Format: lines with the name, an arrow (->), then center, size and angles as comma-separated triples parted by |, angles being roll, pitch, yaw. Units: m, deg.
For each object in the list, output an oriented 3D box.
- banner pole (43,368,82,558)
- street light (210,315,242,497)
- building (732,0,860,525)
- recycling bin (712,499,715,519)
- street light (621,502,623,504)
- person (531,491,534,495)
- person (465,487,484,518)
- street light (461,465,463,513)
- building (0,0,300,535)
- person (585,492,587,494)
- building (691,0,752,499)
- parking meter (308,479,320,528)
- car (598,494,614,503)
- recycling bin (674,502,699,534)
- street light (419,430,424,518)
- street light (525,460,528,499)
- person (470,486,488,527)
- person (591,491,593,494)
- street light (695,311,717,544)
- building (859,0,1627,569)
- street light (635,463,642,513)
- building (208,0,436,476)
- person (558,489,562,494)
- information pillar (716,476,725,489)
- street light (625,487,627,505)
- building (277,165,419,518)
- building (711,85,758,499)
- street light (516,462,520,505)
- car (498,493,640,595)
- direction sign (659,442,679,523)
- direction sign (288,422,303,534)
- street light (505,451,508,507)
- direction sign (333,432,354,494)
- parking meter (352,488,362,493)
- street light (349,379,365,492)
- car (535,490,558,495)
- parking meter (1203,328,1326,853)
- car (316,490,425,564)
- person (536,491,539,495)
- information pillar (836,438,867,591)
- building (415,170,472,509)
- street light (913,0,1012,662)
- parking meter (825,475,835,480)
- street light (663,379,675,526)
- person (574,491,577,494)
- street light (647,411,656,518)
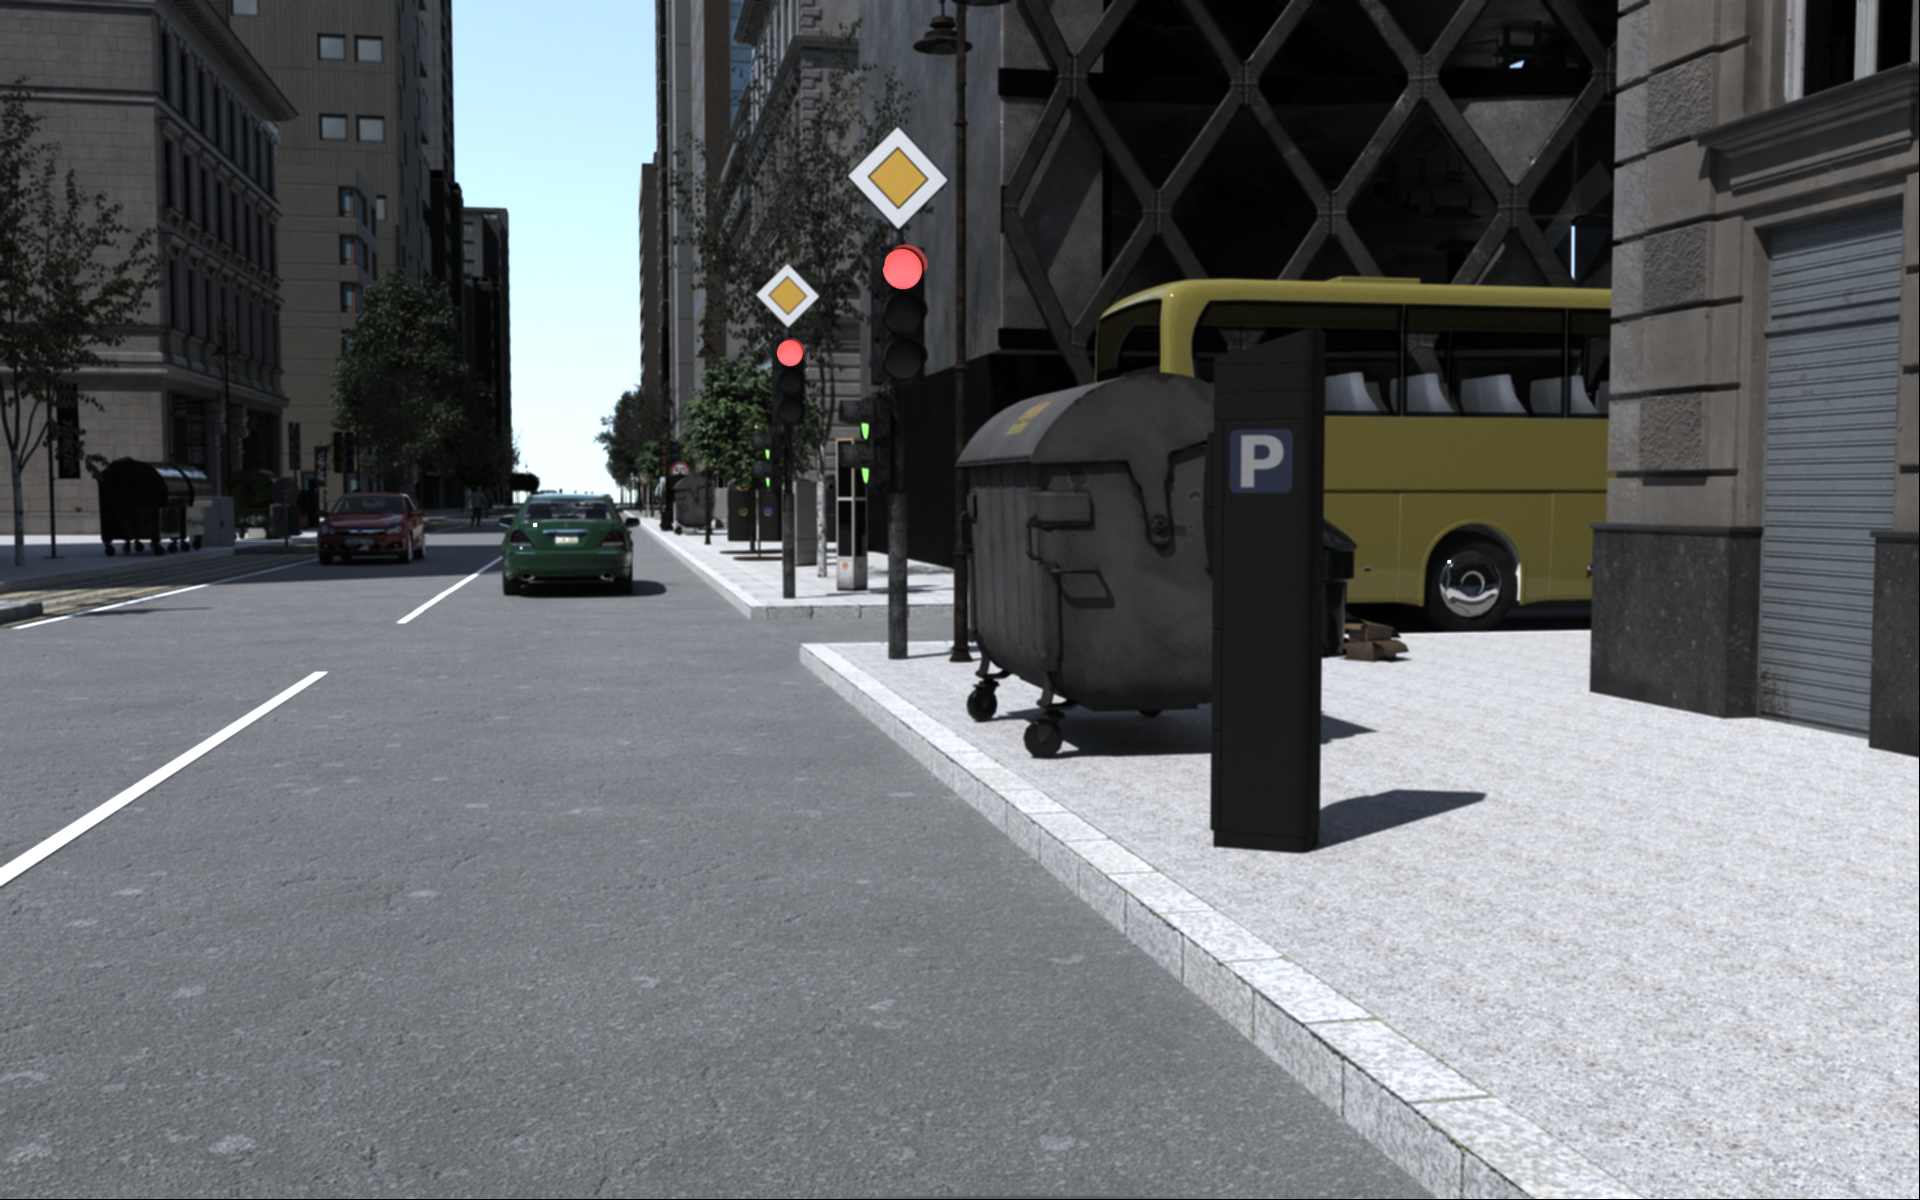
banner pole -> -17.939, -2.725, 34.579 | 0.863, 3.779, 0.401 | 0, 4, 8
street light -> -18.942, -4.406, 44.829 | 0.468, 5.910, 1.993 | -1, 4, -12
building -> -1.968, -14.344, 63.403 | 11.050, 23.489, 19.941 | -1, 4, -12
recycling bin -> -12.672, -4.599, 87.753 | 0.722, 1.027, 0.722 | -3, 5, -40
street light -> -38.548, -13.881, 199.735 | 0.468, 5.910, 1.993 | -1, 4, -12
person -> -46.022, -10.859, 186.732 | 0.721, 1.739, 1.217 | 3, 5, 44
person -> -28.568, -5.723, 102.077 | 0.705, 1.824, 1.348 | 3, 4, 38
street light -> -34.298, -8.948, 119.081 | 0.468, 5.910, 1.993 | -1, 4, -12
building -> -29.644, -12.453, 54.517 | 10.553, 20.767, 40.483 | -1, 4, -12
person -> -43.023, -11.647, 199.723 | 1.217, 1.735, 0.721 | 3, 5, 43
building -> -9.523, -28.074, 109.117 | 14.600, 45.320, 14.200 | -1, 4, -12
parking meter -> -24.585, -3.681, 65.901 | 0.255, 1.863, 0.399 | 1, 4, 11
car -> -32.296, -8.985, 156.694 | 2.009, 1.686, 4.222 | -1, 4, -14
recycling bin -> -8.950, -2.694, 56.599 | 0.722, 1.027, 0.722 | 0, 4, -1
street light -> -29.224, -7.414, 94.014 | 0.468, 5.910, 1.993 | -1, 4, -12
street light -> -56.874, -15.563, 227.242 | 0.468, 5.910, 1.993 | -1, 4, -12
person -> -20.951, -4.074, 75.591 | 0.782, 1.767, 0.515 | 0, 4, 5
person -> -50.766, -14.088, 238.937 | 0.705, 1.812, 1.348 | -1, 4, -11
street light -> -6.427, -4.353, 43.960 | 0.468, 5.910, 1.993 | -1, 4, -12
building -> 7.567, -10.141, 33.255 | 16.811, 18.784, 16.820 | -1, 4, -12
street light -> -22.027, -8.964, 119.350 | 0.468, 5.910, 1.993 | -1, 4, -12
building -> -54.709, -33.061, 129.778 | 28.713, 52.752, 27.495 | -1, 4, -12
person -> -27.848, -6.875, 120.922 | 1.348, 1.822, 0.705 | 0, 4, -1
information pillar -> -9.751, -4.038, 70.516 | 0.304, 2.012, 0.304 | -1, 4, -16
street light -> -32.226, -12.011, 169.166 | 0.468, 5.910, 1.993 | -1, 4, -12
building -> -48.355, -15.796, 103.303 | 27.650, 21.520, 28.899 | -1, 4, -12
building -> -4.800, -14.892, 85.289 | 13.314, 21.916, 24.055 | -1, 4, -12
street light -> -51.391, -13.985, 201.442 | 0.468, 5.910, 1.993 | -1, 4, -12
car -> -5.882, -0.874, 26.082 | 2.131, 1.459, 4.920 | -1, 4, -12
direction sign -> -12.752, -5.132, 75.908 | 0.876, 3.537, 0.379 | -2, 4, -25
direction sign -> -21.129, -3.857, 55.057 | 0.379, 3.537, 0.876 | 0, 3, 0
street light -> -46.230, -12.450, 176.340 | 0.468, 5.910, 1.993 | -1, 4, -12
direction sign -> -22.597, -4.377, 63.569 | 0.876, 3.537, 0.379 | 1, 4, 20
parking meter -> -25.090, -3.894, 72.075 | 0.372, 1.533, 0.369 | 0, 3, 0
street light -> -24.215, -5.924, 69.650 | 0.468, 5.910, 1.993 | -1, 4, -12
car -> -36.931, -8.970, 155.334 | 2.281, 1.827, 5.304 | -1, 4, -13
parking meter -> 1.103, -0.036, 6.301 | 0.399, 1.863, 0.255 | 1, 4, 23
car -> -12.463, -1.698, 36.799 | 2.155, 1.783, 4.494 | -1, 4, -11
person -> -29.750, -6.863, 122.185 | 0.415, 1.643, 0.593 | 0, 4, -3
information pillar -> -1.435, -1.130, 22.965 | 0.304, 2.012, 0.304 | 2, 4, 34
building -> -51.345, -23.299, 152.647 | 14.160, 30.474, 14.107 | -1, 4, -12
street light -> 0.008, -2.466, 13.107 | 0.468, 5.910, 1.993 | -1, 4, -12
parking meter -> -3.986, -2.853, 52.356 | 0.255, 1.863, 0.399 | 2, 4, 35
street light -> -11.657, -5.916, 69.522 | 0.468, 5.910, 1.993 | -1, 4, -12
person -> -43.893, -11.561, 197.533 | 1.348, 1.823, 0.705 | 3, 5, 39
street light -> -16.836, -7.446, 94.538 | 0.468, 5.910, 1.993 | -1, 4, -12
